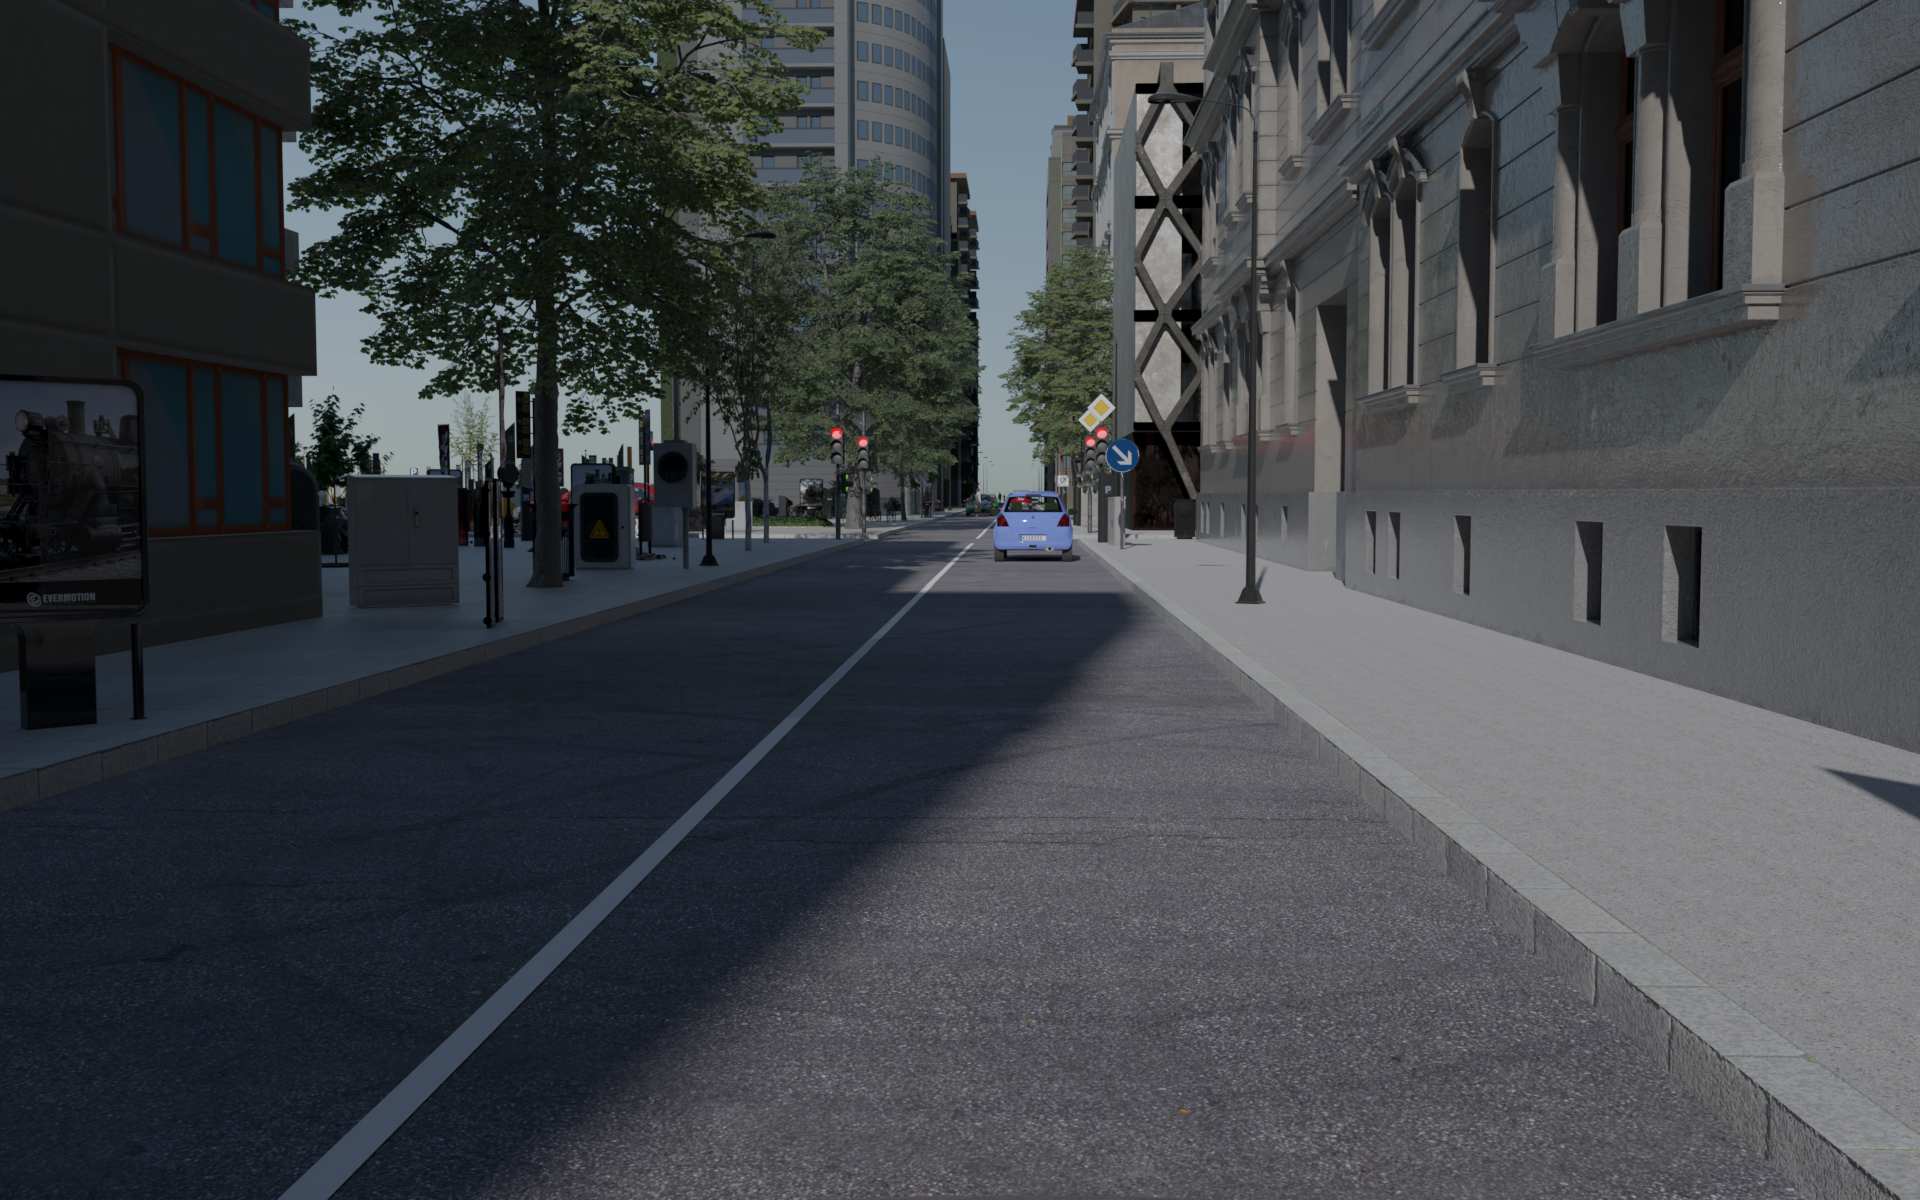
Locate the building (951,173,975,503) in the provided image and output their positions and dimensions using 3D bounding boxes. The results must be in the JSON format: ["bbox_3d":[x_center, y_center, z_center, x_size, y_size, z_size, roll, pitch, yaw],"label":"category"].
[{"bbox_3d":[-9.794,-35.233,230.678,22.147,44.769,28.867,0,4,2],"label":"building"}]

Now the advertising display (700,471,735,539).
[{"bbox_3d":[-6.874,-2.688,49.168,0.974,1.923,0.123,-1,4,-15],"label":"advertising display"}]

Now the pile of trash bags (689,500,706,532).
[{"bbox_3d":[-10.516,-3.315,63.956,3.447,1.369,1.912,3,4,37],"label":"pile of trash bags"}]

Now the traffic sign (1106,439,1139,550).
[{"bbox_3d":[3.747,-2.440,40.001,0.768,2.556,0.104,1,4,8],"label":"traffic sign"}]

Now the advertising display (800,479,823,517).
[{"bbox_3d":[-6.165,-4.080,71.922,0.974,1.923,0.123,0,4,1],"label":"advertising display"}]

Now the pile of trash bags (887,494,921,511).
[{"bbox_3d":[-3.911,-7.310,129.272,3.447,1.369,1.912,2,4,30],"label":"pile of trash bags"}]

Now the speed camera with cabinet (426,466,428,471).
[{"bbox_3d":[-37.460,-7.757,121.158,0.660,3.252,2.038,1,4,13],"label":"speed camera with cabinet"}]

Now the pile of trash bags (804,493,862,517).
[{"bbox_3d":[-7.170,-5.398,98.007,3.447,1.369,1.912,0,4,4],"label":"pile of trash bags"}]

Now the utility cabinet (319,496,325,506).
[{"bbox_3d":[-27.934,-3.929,75.408,0.306,1.237,1.020,-3,4,-36],"label":"utility cabinet"}]

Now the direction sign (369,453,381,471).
[{"bbox_3d":[-32.339,-6.310,95.165,0.876,3.537,0.379,-2,4,-24],"label":"direction sign"}]

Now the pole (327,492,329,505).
[{"bbox_3d":[-39.182,-6.930,107.148,0.158,3.312,0.155,0,3,0],"label":"pole"}]

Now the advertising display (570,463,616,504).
[{"bbox_3d":[-7.611,-1.881,35.971,0.974,1.923,0.123,1,4,14],"label":"advertising display"}]

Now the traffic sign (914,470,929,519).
[{"bbox_3d":[-2.028,-5.548,90.815,0.768,2.556,0.104,0,4,5],"label":"traffic sign"}]

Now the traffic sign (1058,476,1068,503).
[{"bbox_3d":[5.685,-5.710,95.490,0.606,2.300,0.079,0,4,8],"label":"traffic sign"}]

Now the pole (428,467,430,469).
[{"bbox_3d":[-39.424,-8.246,128.662,0.158,3.312,0.155,0,3,0],"label":"pole"}]

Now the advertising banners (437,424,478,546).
[{"bbox_3d":[-12.296,-2.849,42.763,2.074,3.025,0.090,3,5,41],"label":"advertising banners"}]

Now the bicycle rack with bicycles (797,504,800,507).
[{"bbox_3d":[-9.255,-6.150,113.936,2.852,0.926,2.925,3,5,42],"label":"bicycle rack with bicycles"}]

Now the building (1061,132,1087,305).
[{"bbox_3d":[18.502,-31.488,198.426,14.154,41.232,14.086,0,4,2],"label":"building"}]

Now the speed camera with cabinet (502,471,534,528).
[{"bbox_3d":[-16.413,-4.318,64.938,2.038,3.252,0.660,0,4,-7],"label":"speed camera with cabinet"}]

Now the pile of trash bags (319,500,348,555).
[{"bbox_3d":[-13.971,-1.658,36.865,1.912,1.369,3.447,3,5,40],"label":"pile of trash bags"}]

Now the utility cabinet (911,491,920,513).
[{"bbox_3d":[-3.206,-6.416,113.579,1.173,1.500,0.318,1,4,15],"label":"utility cabinet"}]

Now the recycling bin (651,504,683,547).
[{"bbox_3d":[-7.156,-1.809,42.124,0.722,1.027,0.722,1,4,9],"label":"recycling bin"}]

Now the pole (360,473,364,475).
[{"bbox_3d":[-29.562,-5.616,85.660,0.158,3.312,0.155,0,3,0],"label":"pole"}]

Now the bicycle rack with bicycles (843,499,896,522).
[{"bbox_3d":[-4.241,-4.024,79.180,2.852,0.926,2.925,-1,4,-11],"label":"bicycle rack with bicycles"}]

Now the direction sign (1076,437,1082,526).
[{"bbox_3d":[4.858,-4.729,69.311,0.379,3.537,0.876,0,4,5],"label":"direction sign"}]

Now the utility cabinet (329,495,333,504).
[{"bbox_3d":[-47.306,-7.300,130.521,1.020,1.237,0.306,2,4,25],"label":"utility cabinet"}]

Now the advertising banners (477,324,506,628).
[{"bbox_3d":[-4.654,-1.296,17.372,0.090,3.025,2.074,-1,4,-9],"label":"advertising banners"}]

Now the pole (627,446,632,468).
[{"bbox_3d":[-14.146,-4.916,74.213,0.158,3.312,0.155,0,3,0],"label":"pole"}]

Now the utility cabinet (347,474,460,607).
[{"bbox_3d":[-6.351,-0.680,19.794,1.173,1.500,0.318,-3,4,-38],"label":"utility cabinet"}]

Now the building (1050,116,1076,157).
[{"bbox_3d":[24.904,-44.876,275.715,21.231,58.520,28.212,0,4,2],"label":"building"}]

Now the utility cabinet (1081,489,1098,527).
[{"bbox_3d":[5.236,-3.556,66.827,1.173,1.500,0.318,3,4,37],"label":"utility cabinet"}]

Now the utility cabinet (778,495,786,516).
[{"bbox_3d":[-8.706,-4.512,84.927,0.306,1.237,1.020,0,4,-1],"label":"utility cabinet"}]

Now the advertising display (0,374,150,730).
[{"bbox_3d":[-4.975,-0.263,9.510,0.123,1.923,0.974,3,5,43],"label":"advertising display"}]

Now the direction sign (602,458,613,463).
[{"bbox_3d":[-21.911,-7.081,107.775,0.876,3.537,0.379,2,4,29],"label":"direction sign"}]

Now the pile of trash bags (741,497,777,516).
[{"bbox_3d":[-12.478,-5.576,100.919,3.447,1.369,1.912,-2,4,-33],"label":"pile of trash bags"}]

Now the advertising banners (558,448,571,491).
[{"bbox_3d":[-14.666,-4.285,66.250,2.074,3.025,0.090,-3,4,-37],"label":"advertising banners"}]

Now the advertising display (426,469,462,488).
[{"bbox_3d":[-13.218,-2.399,44.444,0.123,1.923,0.974,3,5,41],"label":"advertising display"}]

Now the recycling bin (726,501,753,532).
[{"bbox_3d":[-7.515,-2.837,58.941,0.722,1.027,0.722,-2,4,-27],"label":"recycling bin"}]

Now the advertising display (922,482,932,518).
[{"bbox_3d":[-1.822,-5.431,94.012,0.123,1.923,0.974,2,4,29],"label":"advertising display"}]

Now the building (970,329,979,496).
[{"bbox_3d":[-4.200,-31.208,281.956,14.160,30.474,14.107,0,4,2],"label":"building"}]

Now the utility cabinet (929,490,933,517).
[{"bbox_3d":[-1.740,-5.347,96.106,0.318,1.500,1.173,1,4,10],"label":"utility cabinet"}]

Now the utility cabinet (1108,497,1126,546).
[{"bbox_3d":[3.916,-1.972,43.411,0.306,1.237,1.020,0,4,-4],"label":"utility cabinet"}]

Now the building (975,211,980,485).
[{"bbox_3d":[-8.289,-37.039,260.206,22.147,44.769,28.867,0,4,2],"label":"building"}]

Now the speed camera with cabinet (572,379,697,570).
[{"bbox_3d":[-5.553,-2.154,29.560,2.038,3.252,0.660,0,4,-1],"label":"speed camera with cabinet"}]

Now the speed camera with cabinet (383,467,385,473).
[{"bbox_3d":[-40.798,-7.777,121.496,0.660,3.252,2.038,2,4,30],"label":"speed camera with cabinet"}]

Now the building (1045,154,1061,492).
[{"bbox_3d":[22.518,-37.480,236.498,21.300,48.544,21.600,0,4,2],"label":"building"}]
